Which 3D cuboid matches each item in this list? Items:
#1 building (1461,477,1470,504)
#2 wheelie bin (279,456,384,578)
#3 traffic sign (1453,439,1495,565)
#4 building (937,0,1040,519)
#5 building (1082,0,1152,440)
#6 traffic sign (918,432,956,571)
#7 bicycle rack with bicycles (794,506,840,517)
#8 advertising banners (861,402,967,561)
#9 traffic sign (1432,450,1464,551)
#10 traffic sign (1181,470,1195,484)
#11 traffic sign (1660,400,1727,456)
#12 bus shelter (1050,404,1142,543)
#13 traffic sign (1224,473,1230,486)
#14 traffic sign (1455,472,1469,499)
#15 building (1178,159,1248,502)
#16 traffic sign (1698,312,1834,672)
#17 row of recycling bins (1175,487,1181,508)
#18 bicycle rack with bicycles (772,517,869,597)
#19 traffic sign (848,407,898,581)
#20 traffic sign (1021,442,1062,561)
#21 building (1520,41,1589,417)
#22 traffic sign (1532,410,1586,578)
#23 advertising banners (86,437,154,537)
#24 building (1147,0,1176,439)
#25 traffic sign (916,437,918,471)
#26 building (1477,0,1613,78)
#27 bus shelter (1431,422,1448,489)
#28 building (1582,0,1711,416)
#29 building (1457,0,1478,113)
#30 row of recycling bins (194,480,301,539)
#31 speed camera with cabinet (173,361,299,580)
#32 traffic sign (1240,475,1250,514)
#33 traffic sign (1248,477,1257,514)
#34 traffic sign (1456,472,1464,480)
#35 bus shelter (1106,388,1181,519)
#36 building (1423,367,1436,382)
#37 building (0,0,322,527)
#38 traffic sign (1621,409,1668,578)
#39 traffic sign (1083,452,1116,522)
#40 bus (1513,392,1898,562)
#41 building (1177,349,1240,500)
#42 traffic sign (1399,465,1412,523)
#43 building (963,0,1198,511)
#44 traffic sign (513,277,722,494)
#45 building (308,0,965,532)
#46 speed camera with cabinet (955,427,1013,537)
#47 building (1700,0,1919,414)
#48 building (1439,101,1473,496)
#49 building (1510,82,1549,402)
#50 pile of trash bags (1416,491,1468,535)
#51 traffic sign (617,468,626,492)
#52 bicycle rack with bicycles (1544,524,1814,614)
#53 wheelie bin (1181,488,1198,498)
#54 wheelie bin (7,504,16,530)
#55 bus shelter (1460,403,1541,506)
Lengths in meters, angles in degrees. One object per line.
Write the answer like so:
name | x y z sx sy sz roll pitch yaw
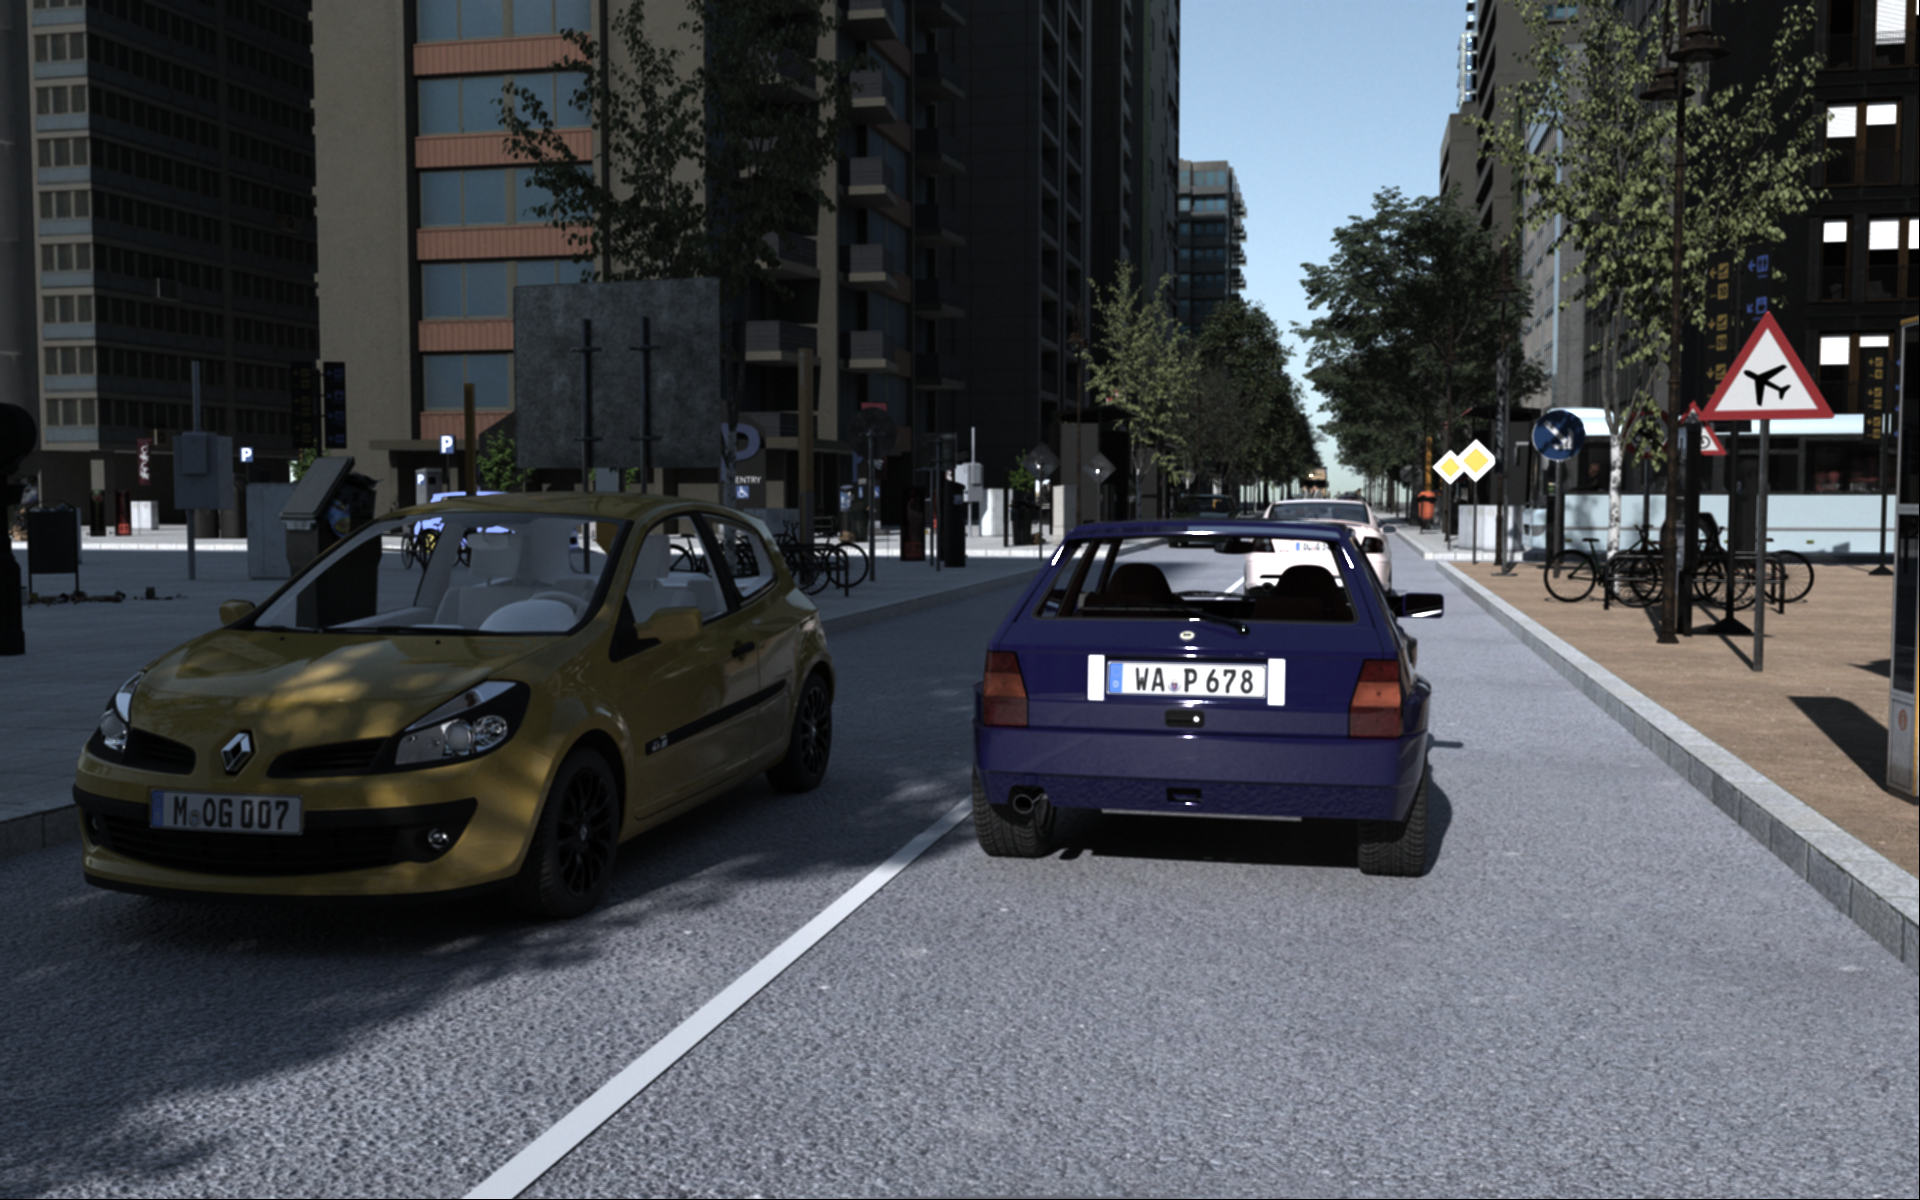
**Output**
building | 64.101 -28.717 161.402 32.217 40.220 23.993 1 4 13
wheelie bin | -5.314 -0.415 14.701 0.980 1.594 0.693 3 5 42
traffic sign | 9.351 -1.700 31.445 0.795 2.450 0.064 1 4 13
building | -1.592 -40.331 97.661 20.563 71.187 20.611 1 4 13
building | 5.908 -26.969 124.531 14.154 41.232 14.086 1 4 13
traffic sign | -0.359 -1.626 28.720 0.606 2.300 0.079 1 4 20
bicycle rack with bicycles | -4.409 -2.288 50.795 2.925 0.926 2.852 0 4 1
advertising banners | -0.874 -2.257 33.090 2.074 3.025 0.090 -1 4 -14
traffic sign | 11.092 -2.177 39.239 0.795 2.450 0.064 1 4 13
traffic sign | 11.893 -5.522 90.394 0.768 2.556 0.104 1 4 14
traffic sign | 10.134 -1.469 24.017 0.884 2.594 0.081 1 4 21
bus shelter | 3.853 -3.498 48.476 1.731 3.624 6.357 1 4 13
traffic sign | 16.555 -6.493 106.259 0.768 2.556 0.104 1 4 16
traffic sign | 22.152 -4.689 76.774 0.768 2.556 0.104 1 4 19
building | 29.734 -38.595 250.630 23.786 49.044 30.456 1 4 13
traffic sign | 5.766 -0.761 12.440 0.884 2.594 0.081 1 4 22
row of recycling bins | 8.924 -4.229 76.260 1.069 1.692 3.534 1 4 22
bicycle rack with bicycles | -2.581 -0.560 22.537 2.925 0.926 2.852 0 4 -6
traffic sign | -1.294 -1.550 25.443 0.768 2.556 0.104 1 4 14
traffic sign | 1.552 -1.808 33.202 0.795 2.450 0.064 1 4 13
building | 39.540 -17.216 99.497 12.078 24.808 19.932 1 4 13
traffic sign | 9.085 -1.603 26.320 0.768 2.556 0.104 1 4 22
advertising banners | -25.657 -3.473 52.964 0.090 3.025 2.074 3 5 41
building | 3.623 -34.050 145.948 28.713 52.752 27.495 1 4 13
traffic sign | -0.500 -1.760 30.903 0.606 2.300 0.079 1 4 13
building | 53.434 -31.591 140.210 21.300 48.544 21.600 1 4 13
bus shelter | 25.383 -7.092 93.592 2.179 5.291 8.768 1 4 13
building | 36.818 -17.372 77.541 14.314 27.812 24.014 1 4 13
building | 75.896 -56.291 233.036 22.319 86.520 31.000 1 4 13
row of recycling bins | -20.544 -2.640 50.277 3.534 1.692 1.069 0 4 -4
speed camera with cabinet | -10.677 -1.939 26.039 2.038 3.252 0.660 0 4 0
traffic sign | 18.146 -6.750 110.463 0.768 2.556 0.104 1 4 13
traffic sign | 18.636 -6.788 111.092 0.768 2.556 0.104 1 4 16
traffic sign | 18.140 -3.891 63.730 0.768 2.556 0.104 1 4 22
bus shelter | 7.129 -5.513 67.776 2.179 5.291 8.768 1 4 13
building | 76.006 -29.730 257.788 14.160 30.474 14.107 1 4 13
building | -43.354 -23.439 75.103 23.993 40.220 32.217 1 4 13
traffic sign | 10.100 -1.551 25.469 0.768 2.556 0.104 1 4 18
traffic sign | 3.293 -2.285 40.995 0.795 2.450 0.064 1 4 13
bus | 17.267 -2.414 34.323 13.247 3.499 2.948 1 4 13
building | 21.188 -23.098 222.685 27.650 21.520 28.899 1 4 13
traffic sign | 19.539 -4.614 75.541 0.768 2.556 0.104 1 4 18
building | 12.790 -44.630 167.950 20.563 71.187 20.611 1 4 13
traffic sign | -3.317 -1.392 16.628 2.265 3.308 0.079 1 4 20
building | -12.179 -25.243 67.344 22.147 44.769 28.867 1 4 13
speed camera with cabinet | 0.727 -3.524 51.957 0.660 3.252 2.038 3 5 43
building | 30.534 -13.375 48.359 15.834 23.373 12.332 1 4 13
building | 69.125 -35.778 208.675 21.300 48.544 21.600 1 4 13
building | 46.476 -21.531 123.730 14.160 30.474 14.107 1 4 13
pile of trash bags | 15.879 -2.745 54.628 1.912 1.369 3.447 -3 5 -39
traffic sign | -3.347 -1.041 17.129 0.768 2.556 0.104 1 4 21
bicycle rack with bicycles | 8.224 -0.396 19.850 2.925 0.926 2.852 2 4 24
wheelie bin | 11.123 -4.637 83.723 0.980 1.594 0.693 1 4 12
wheelie bin | -33.341 -3.267 61.326 0.980 1.594 0.693 3 5 40
bus shelter | 14.766 -3.440 47.520 1.731 3.624 6.357 1 4 13
